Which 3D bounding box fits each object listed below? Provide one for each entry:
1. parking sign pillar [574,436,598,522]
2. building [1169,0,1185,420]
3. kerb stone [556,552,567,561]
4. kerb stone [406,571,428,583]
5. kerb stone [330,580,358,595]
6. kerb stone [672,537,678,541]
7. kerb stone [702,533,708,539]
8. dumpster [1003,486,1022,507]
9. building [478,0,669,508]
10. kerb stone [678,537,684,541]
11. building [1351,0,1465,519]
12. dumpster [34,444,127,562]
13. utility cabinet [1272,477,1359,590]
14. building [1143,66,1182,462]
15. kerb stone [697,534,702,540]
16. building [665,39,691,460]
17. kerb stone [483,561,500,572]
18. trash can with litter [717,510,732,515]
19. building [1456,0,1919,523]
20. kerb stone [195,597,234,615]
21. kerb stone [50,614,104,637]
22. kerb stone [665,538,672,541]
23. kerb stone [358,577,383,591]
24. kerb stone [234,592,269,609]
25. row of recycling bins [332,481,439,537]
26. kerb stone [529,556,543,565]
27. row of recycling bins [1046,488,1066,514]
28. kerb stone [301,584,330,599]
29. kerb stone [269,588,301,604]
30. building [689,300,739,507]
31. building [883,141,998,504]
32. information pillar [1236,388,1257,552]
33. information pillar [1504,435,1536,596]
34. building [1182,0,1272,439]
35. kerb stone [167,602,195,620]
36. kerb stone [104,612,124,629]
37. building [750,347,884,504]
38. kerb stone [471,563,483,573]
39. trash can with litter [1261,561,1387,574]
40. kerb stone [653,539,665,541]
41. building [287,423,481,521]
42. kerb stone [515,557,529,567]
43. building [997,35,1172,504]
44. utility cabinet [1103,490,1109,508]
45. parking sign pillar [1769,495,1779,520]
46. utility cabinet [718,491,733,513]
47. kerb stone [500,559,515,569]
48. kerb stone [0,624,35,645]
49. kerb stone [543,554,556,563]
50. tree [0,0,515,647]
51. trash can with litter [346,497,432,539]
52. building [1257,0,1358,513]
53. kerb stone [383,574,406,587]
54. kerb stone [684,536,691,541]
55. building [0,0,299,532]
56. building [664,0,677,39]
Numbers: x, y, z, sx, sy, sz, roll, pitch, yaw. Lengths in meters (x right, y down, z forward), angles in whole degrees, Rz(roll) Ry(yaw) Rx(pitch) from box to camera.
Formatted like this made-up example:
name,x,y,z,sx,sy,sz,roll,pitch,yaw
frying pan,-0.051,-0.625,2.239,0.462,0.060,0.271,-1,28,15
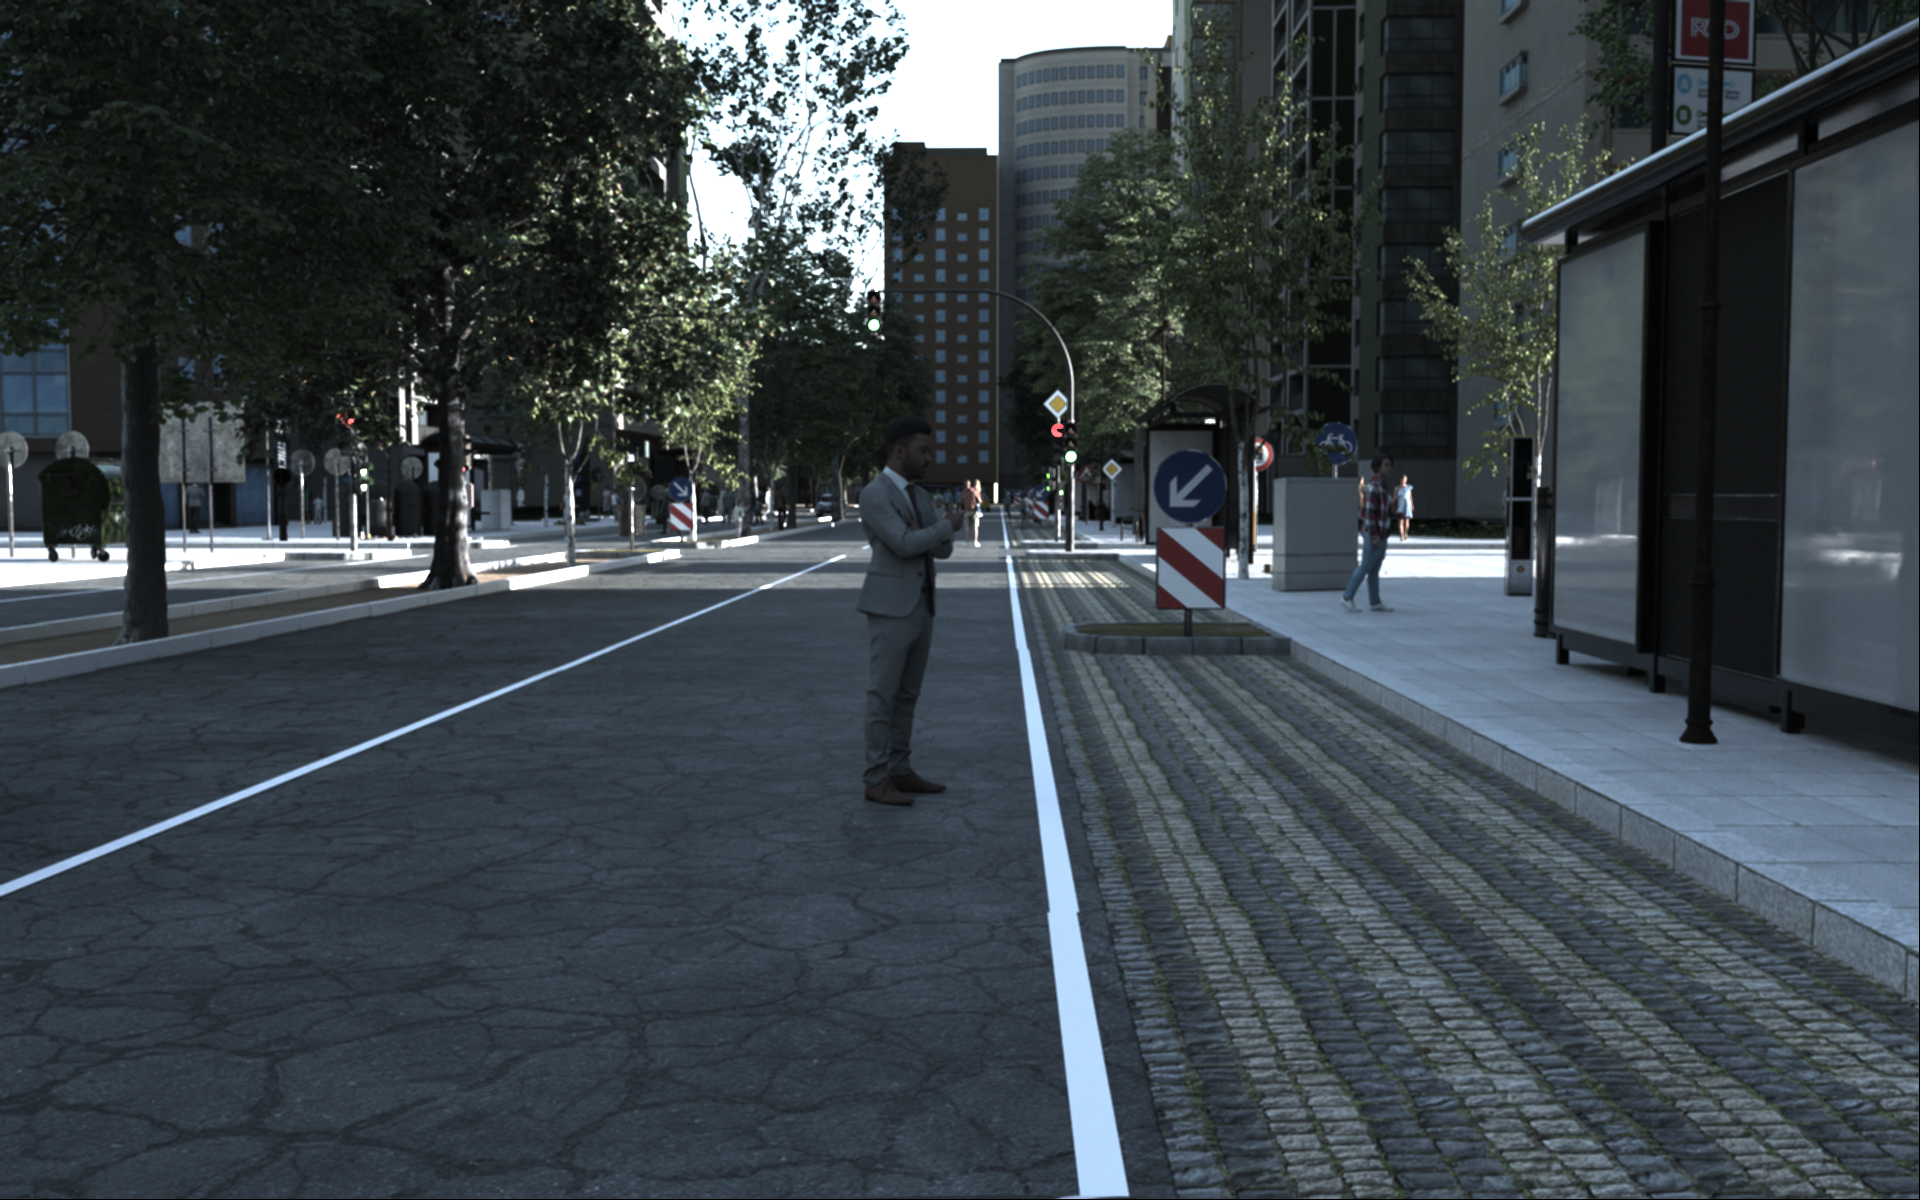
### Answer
name,x,y,z,sx,sy,sz,roll,pitch,yaw
parking sign pillar,-17.562,-5.625,80.439,1.447,3.967,1.447,0,4,2
building,33.811,-34.744,157.298,28.713,52.752,27.495,0,4,1
kerb stone,-8.654,-0.917,37.186,0.120,0.150,1.000,0,4,1
kerb stone,-8.857,-0.348,27.955,0.120,0.150,1.000,0,4,1
kerb stone,-8.935,-0.158,24.871,0.120,0.150,1.000,0,4,1
kerb stone,-8.363,-1.701,50.009,0.120,0.150,1.000,0,4,1
kerb stone,-8.250,-2.010,55.137,0.120,0.150,1.000,0,4,1
dumpster,5.550,-10.925,183.570,1.985,2.255,1.502,0,4,0
building,-35.132,-31.142,132.874,21.300,48.544,21.600,0,4,1
kerb stone,-8.345,-1.763,51.032,0.120,0.150,1.000,0,4,1
building,26.243,-19.140,84.633,14.160,30.474,14.107,0,4,1
dumpster,-16.662,-1.892,33.433,1.502,2.255,1.985,0,4,1
utility cabinet,4.726,-0.879,23.044,1.173,1.500,0.318,-2,4,-25
building,26.452,-32.331,178.716,14.600,45.320,14.200,0,4,1
kerb stone,-8.271,-1.951,54.110,0.120,0.150,1.000,0,4,1
building,-31.800,-28.611,151.390,14.154,41.232,14.086,0,4,1
kerb stone,-8.772,-0.603,32.053,0.120,0.150,1.000,0,4,1
trash can with litter,-14.750,-5.956,108.431,1.678,1.210,2.233,0,4,0
building,31.016,-27.052,66.007,21.600,48.544,21.300,0,4,1
kerb stone,-9.021,0.088,20.766,0.120,0.150,1.000,0,4,1
kerb stone,-9.096,0.275,17.694,0.120,0.150,1.000,0,4,1
kerb stone,-8.384,-1.638,48.974,0.120,0.150,1.000,0,4,1
kerb stone,-8.909,-0.224,25.902,0.120,0.150,1.000,0,4,1
kerb stone,-8.997,0.025,21.792,0.120,0.150,1.000,0,4,1
row of recycling bins,-17.335,-2.806,52.998,3.534,1.692,1.069,-2,4,-32
kerb stone,-8.700,-0.791,35.121,0.120,0.150,1.000,0,4,1
row of recycling bins,7.179,-6.261,109.478,3.534,1.692,1.069,-1,4,-9
kerb stone,-8.960,-0.097,23.849,0.120,0.150,1.000,0,4,1
kerb stone,-8.978,-0.038,22.821,0.120,0.150,1.000,0,4,1
building,-38.239,-20.127,174.117,28.899,21.520,27.650,0,4,1
building,-2.263,-35.041,223.038,14.200,45.320,14.600,0,4,1
information pillar,6.317,-2.874,38.349,0.504,3.616,0.183,-1,4,-15
information pillar,7.062,-1.061,21.847,0.304,2.012,0.304,1,4,9
building,24.459,-27.698,136.454,14.154,41.232,14.086,0,4,1
kerb stone,-9.046,0.150,19.745,0.120,0.150,1.000,0,4,1
kerb stone,-9.076,0.213,18.715,0.120,0.150,1.000,0,4,1
building,-24.069,-23.630,231.387,28.899,21.520,27.650,0,4,1
kerb stone,-8.793,-0.540,31.026,0.120,0.150,1.000,0,4,1
trash can with litter,5.582,-1.024,27.800,2.233,1.210,1.678,3,4,36
kerb stone,-8.406,-1.575,47.952,0.120,0.150,1.000,0,4,1
building,-36.844,-39.989,92.067,20.563,71.187,20.611,0,4,1
kerb stone,-8.727,-0.728,34.099,0.120,0.150,1.000,0,4,1
building,19.030,-41.850,226.252,28.212,58.520,21.231,0,4,1
utility cabinet,7.847,-4.970,89.935,0.318,1.500,1.173,3,5,44
parking sign pillar,18.201,-2.986,37.298,1.447,3.967,1.447,1,4,13
utility cabinet,-15.385,-6.409,113.469,0.318,1.500,1.173,-3,5,-44
kerb stone,-8.749,-0.665,33.075,0.120,0.150,1.000,0,4,1
kerb stone,-9.120,0.345,16.666,0.120,0.150,1.000,0,4,1
kerb stone,-8.674,-0.847,36.153,0.120,0.150,1.000,0,4,1
tree,-7.742,-5.854,16.299,7.486,12.596,7.792,0,3,0
trash can with litter,-16.434,-2.382,50.002,2.233,1.210,1.678,0,4,-6
building,29.378,-41.053,109.465,20.563,71.187,20.611,0,4,1
kerb stone,-8.890,-0.290,26.934,0.120,0.150,1.000,0,4,1
kerb stone,-8.322,-1.821,52.057,0.120,0.150,1.000,0,4,1
building,-34.546,-25.307,63.878,14.600,45.320,14.200,0,4,1
building,-48.900,-48.229,226.801,20.611,71.187,20.563,0,4,1
